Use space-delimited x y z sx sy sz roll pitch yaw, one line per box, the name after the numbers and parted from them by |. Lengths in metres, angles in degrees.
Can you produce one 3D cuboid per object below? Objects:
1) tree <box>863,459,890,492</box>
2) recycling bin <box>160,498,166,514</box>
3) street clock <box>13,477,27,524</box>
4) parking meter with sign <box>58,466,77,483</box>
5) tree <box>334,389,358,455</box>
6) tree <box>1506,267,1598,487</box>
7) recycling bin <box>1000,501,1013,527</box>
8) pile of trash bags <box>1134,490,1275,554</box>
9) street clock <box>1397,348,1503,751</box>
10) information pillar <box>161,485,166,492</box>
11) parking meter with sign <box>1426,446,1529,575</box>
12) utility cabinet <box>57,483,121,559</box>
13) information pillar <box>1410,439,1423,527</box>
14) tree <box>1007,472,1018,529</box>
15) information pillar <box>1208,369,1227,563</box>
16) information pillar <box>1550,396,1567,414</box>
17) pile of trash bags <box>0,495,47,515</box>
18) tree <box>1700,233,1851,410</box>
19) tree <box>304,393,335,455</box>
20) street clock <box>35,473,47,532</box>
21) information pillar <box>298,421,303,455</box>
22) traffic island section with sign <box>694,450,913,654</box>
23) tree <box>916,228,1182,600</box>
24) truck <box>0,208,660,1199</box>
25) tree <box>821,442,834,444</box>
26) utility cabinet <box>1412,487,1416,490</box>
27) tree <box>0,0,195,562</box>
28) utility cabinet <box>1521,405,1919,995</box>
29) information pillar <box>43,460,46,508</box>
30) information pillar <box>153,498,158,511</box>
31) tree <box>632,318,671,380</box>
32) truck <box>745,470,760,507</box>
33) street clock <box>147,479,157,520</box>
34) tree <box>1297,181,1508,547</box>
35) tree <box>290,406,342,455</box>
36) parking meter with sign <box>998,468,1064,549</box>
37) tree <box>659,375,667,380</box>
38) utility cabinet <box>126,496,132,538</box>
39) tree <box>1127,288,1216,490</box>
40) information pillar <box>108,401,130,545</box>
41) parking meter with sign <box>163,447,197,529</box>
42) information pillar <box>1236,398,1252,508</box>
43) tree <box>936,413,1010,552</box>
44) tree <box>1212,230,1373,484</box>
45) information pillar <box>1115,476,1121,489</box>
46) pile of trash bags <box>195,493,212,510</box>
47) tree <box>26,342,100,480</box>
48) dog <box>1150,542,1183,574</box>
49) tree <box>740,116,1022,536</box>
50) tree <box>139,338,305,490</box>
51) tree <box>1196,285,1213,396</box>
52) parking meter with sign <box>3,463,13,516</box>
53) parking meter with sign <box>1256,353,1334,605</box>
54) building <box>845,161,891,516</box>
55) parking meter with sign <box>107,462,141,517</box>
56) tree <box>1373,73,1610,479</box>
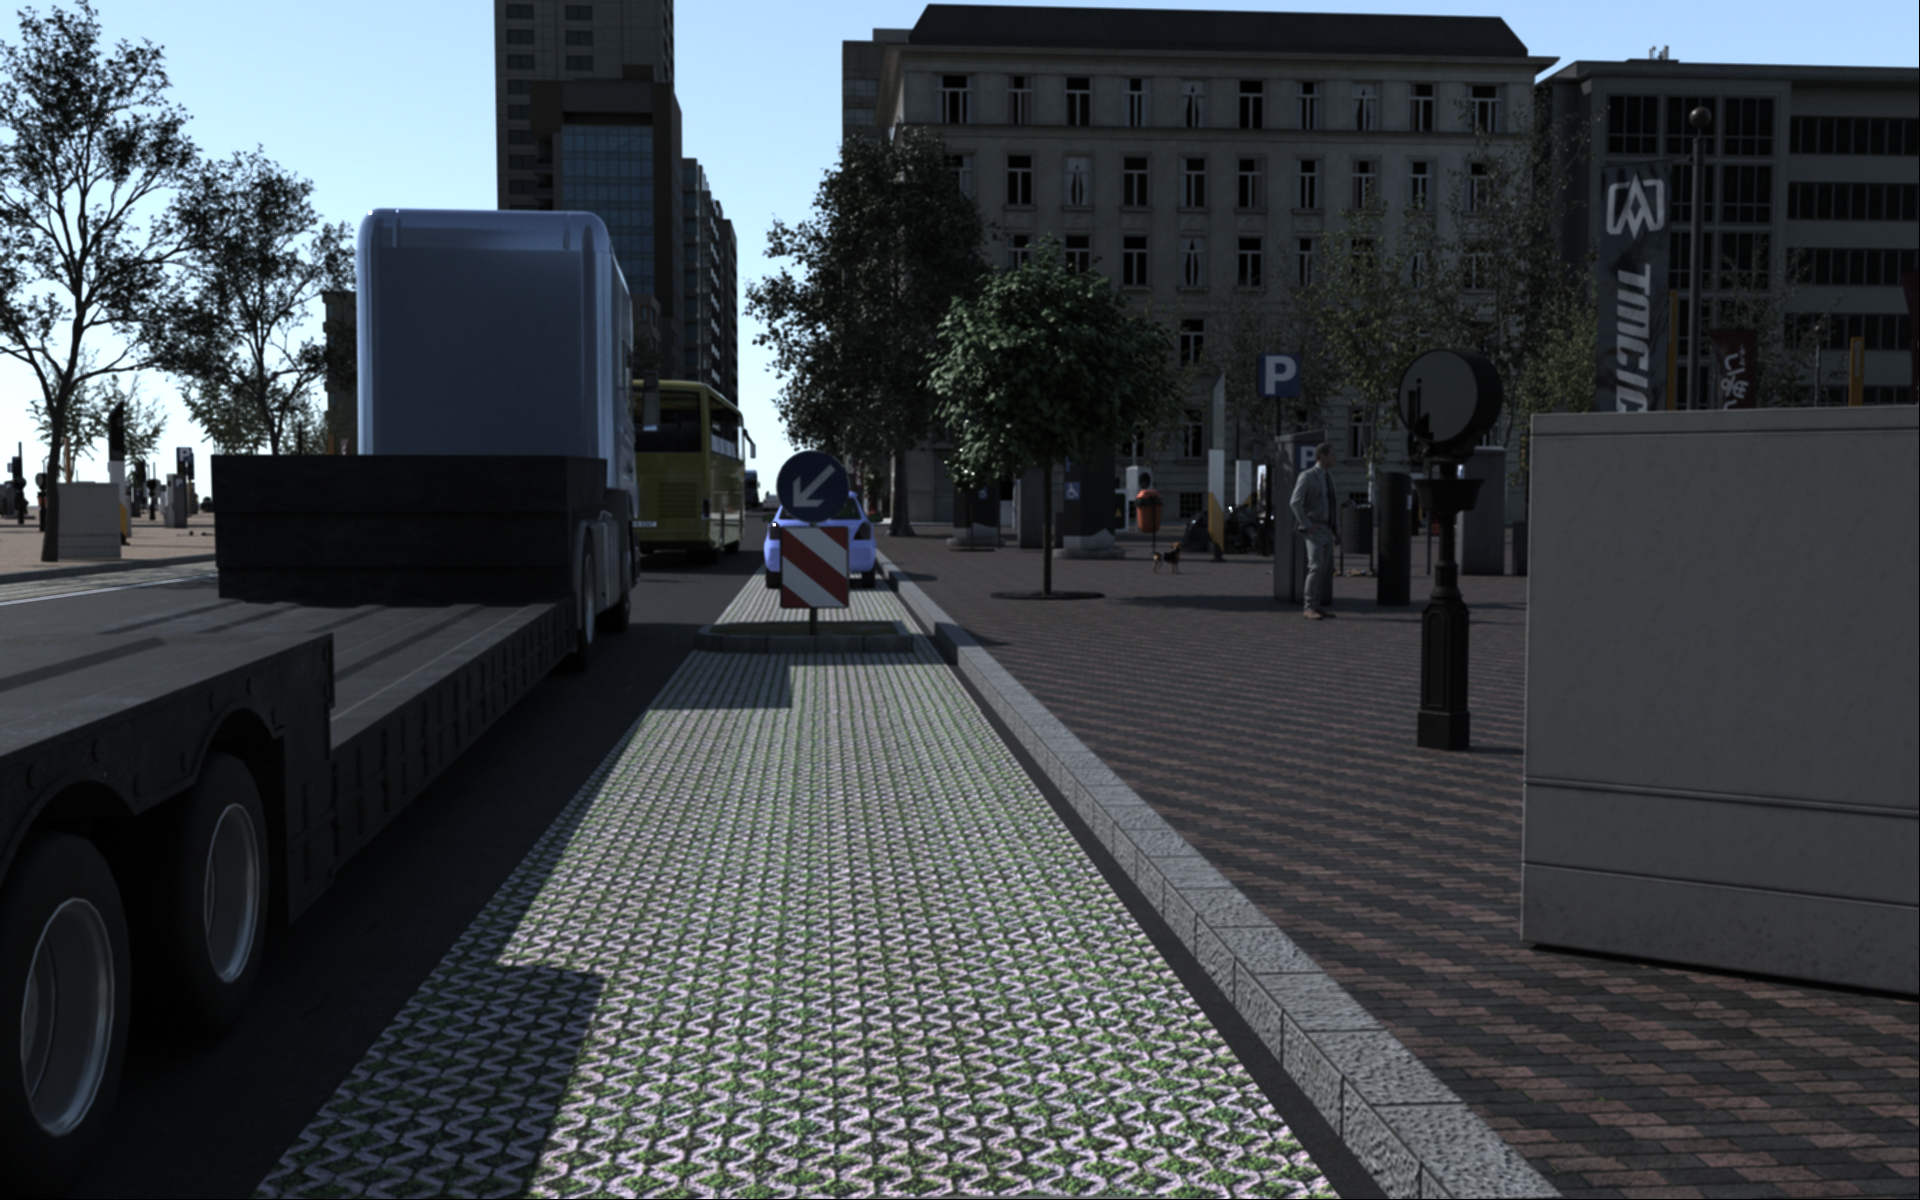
-4.892 -6.114 94.572 1.663 3.219 1.824 0 3 0 | tree
-50.540 -5.993 110.545 0.722 1.027 0.722 0 4 3 | recycling bin
-39.921 -4.221 73.576 0.358 2.002 0.471 3 5 43 | street clock
-52.747 -6.539 103.168 1.738 3.016 0.543 -3 4 -36 | parking meter with sign
-33.101 -9.160 100.127 4.737 8.622 4.395 0 3 0 | tree
19.969 -6.422 55.355 4.737 8.622 4.395 0 3 0 | tree
1.960 -3.356 67.422 0.722 1.027 0.722 2 4 26 | recycling bin
5.404 -1.706 37.640 3.447 1.369 1.912 -1 4 -19 | pile of trash bags
2.449 -0.253 8.714 0.358 2.002 0.471 -3 5 -42 | street clock
-62.019 -7.976 134.903 0.304 2.012 0.304 1 4 14 | information pillar
8.277 -1.906 27.421 1.738 3.016 0.543 0 4 3 | parking meter with sign
-17.073 -1.540 33.861 1.173 1.500 0.318 -2 4 -24 | utility cabinet
17.907 -4.680 67.875 0.504 3.616 0.183 0 4 4 | information pillar
1.923 -6.916 63.433 4.737 8.622 4.395 0 3 0 | tree
4.806 -2.510 32.397 0.183 3.616 0.504 2 4 35 | information pillar
14.327 -3.069 41.533 0.183 3.616 0.504 -2 4 -24 | information pillar
-58.798 -6.033 108.389 3.447 1.369 1.912 0 4 0 | pile of trash bags
23.076 -6.082 49.808 4.360 8.622 3.978 0 3 0 | tree
-46.852 -10.524 122.425 4.737 8.622 4.395 0 3 0 | tree
-31.323 -3.339 59.156 0.471 2.002 0.358 2 4 32 | street clock
-21.205 -3.938 55.735 0.183 3.616 0.504 -1 4 -16 | information pillar
-1.488 -0.474 16.385 1.989 1.847 2.006 0 4 -5 | traffic island section with sign
1.008 -2.318 21.607 4.285 4.588 4.351 0 3 0 | tree
-3.831 -1.281 10.705 2.967 4.110 18.799 0 4 -7 | truck
-16.334 -18.914 234.990 9.928 11.665 9.643 0 3 0 | tree
14.721 -2.929 56.573 0.318 1.500 1.173 1 4 17 | utility cabinet
-16.995 -5.989 32.331 7.601 10.594 8.767 2 4 33 | tree
2.160 0.246 4.659 1.173 1.500 0.318 2 4 32 | utility cabinet
-63.448 -7.871 120.045 0.183 3.616 0.504 -2 4 -32 | information pillar
-61.303 -7.792 131.894 0.304 2.012 0.304 1 4 16 | information pillar
-24.104 -12.786 115.706 9.857 13.997 8.962 0 3 0 | tree
-24.342 -12.762 198.424 2.967 4.110 18.799 0 4 -6 | truck
-39.830 -4.942 85.371 0.358 2.002 0.471 1 4 9 | street clock
10.215 -5.594 41.817 4.737 8.622 4.395 0 3 0 | tree
-52.897 -11.771 142.823 4.360 8.622 3.978 0 3 0 | tree
1.728 -2.715 40.649 1.738 3.016 0.543 -1 4 -9 | parking meter with sign
-26.417 -13.372 144.382 9.928 11.665 9.643 0 3 0 | tree
-24.991 -2.460 51.377 1.020 1.237 0.306 3 4 36 | utility cabinet
7.178 -6.895 63.097 4.737 8.622 4.395 0 3 0 | tree
-21.014 -3.172 43.212 0.183 3.616 0.504 1 4 13 | information pillar
-29.383 -4.200 64.930 1.738 3.016 0.543 3 5 44 | parking meter with sign
6.971 -3.134 42.602 0.504 3.616 0.183 -3 4 -39 | information pillar
0.280 -2.710 38.915 1.663 3.219 1.824 0 3 0 | tree
9.510 -5.944 47.545 4.360 8.622 3.978 0 3 0 | tree
6.170 -3.921 68.607 0.304 2.012 0.304 -1 4 -18 | information pillar
-60.818 -7.863 138.312 1.912 1.369 3.447 -1 4 -14 | pile of trash bags
-41.824 -8.017 81.446 4.737 8.622 4.395 0 3 0 | tree
3.343 -0.685 28.028 0.406 0.507 0.540 2 4 25 | dog
-1.885 -8.330 53.208 9.611 12.733 9.660 0 3 0 | tree
-32.957 -7.773 77.450 4.737 8.622 4.395 0 3 0 | tree
9.508 -6.498 56.608 4.360 8.622 3.978 0 3 0 | tree
-52.580 -6.089 95.815 0.543 3.016 1.738 -1 4 -14 | parking meter with sign
4.044 -1.494 20.692 0.543 3.016 1.738 0 4 -7 | parking meter with sign
-0.133 -17.934 112.282 14.314 24.678 30.058 0 4 -5 | building
-45.794 -6.038 94.979 0.543 3.016 1.738 1 4 21 | parking meter with sign
9.690 -4.943 31.185 4.360 8.622 3.978 0 3 0 | tree
